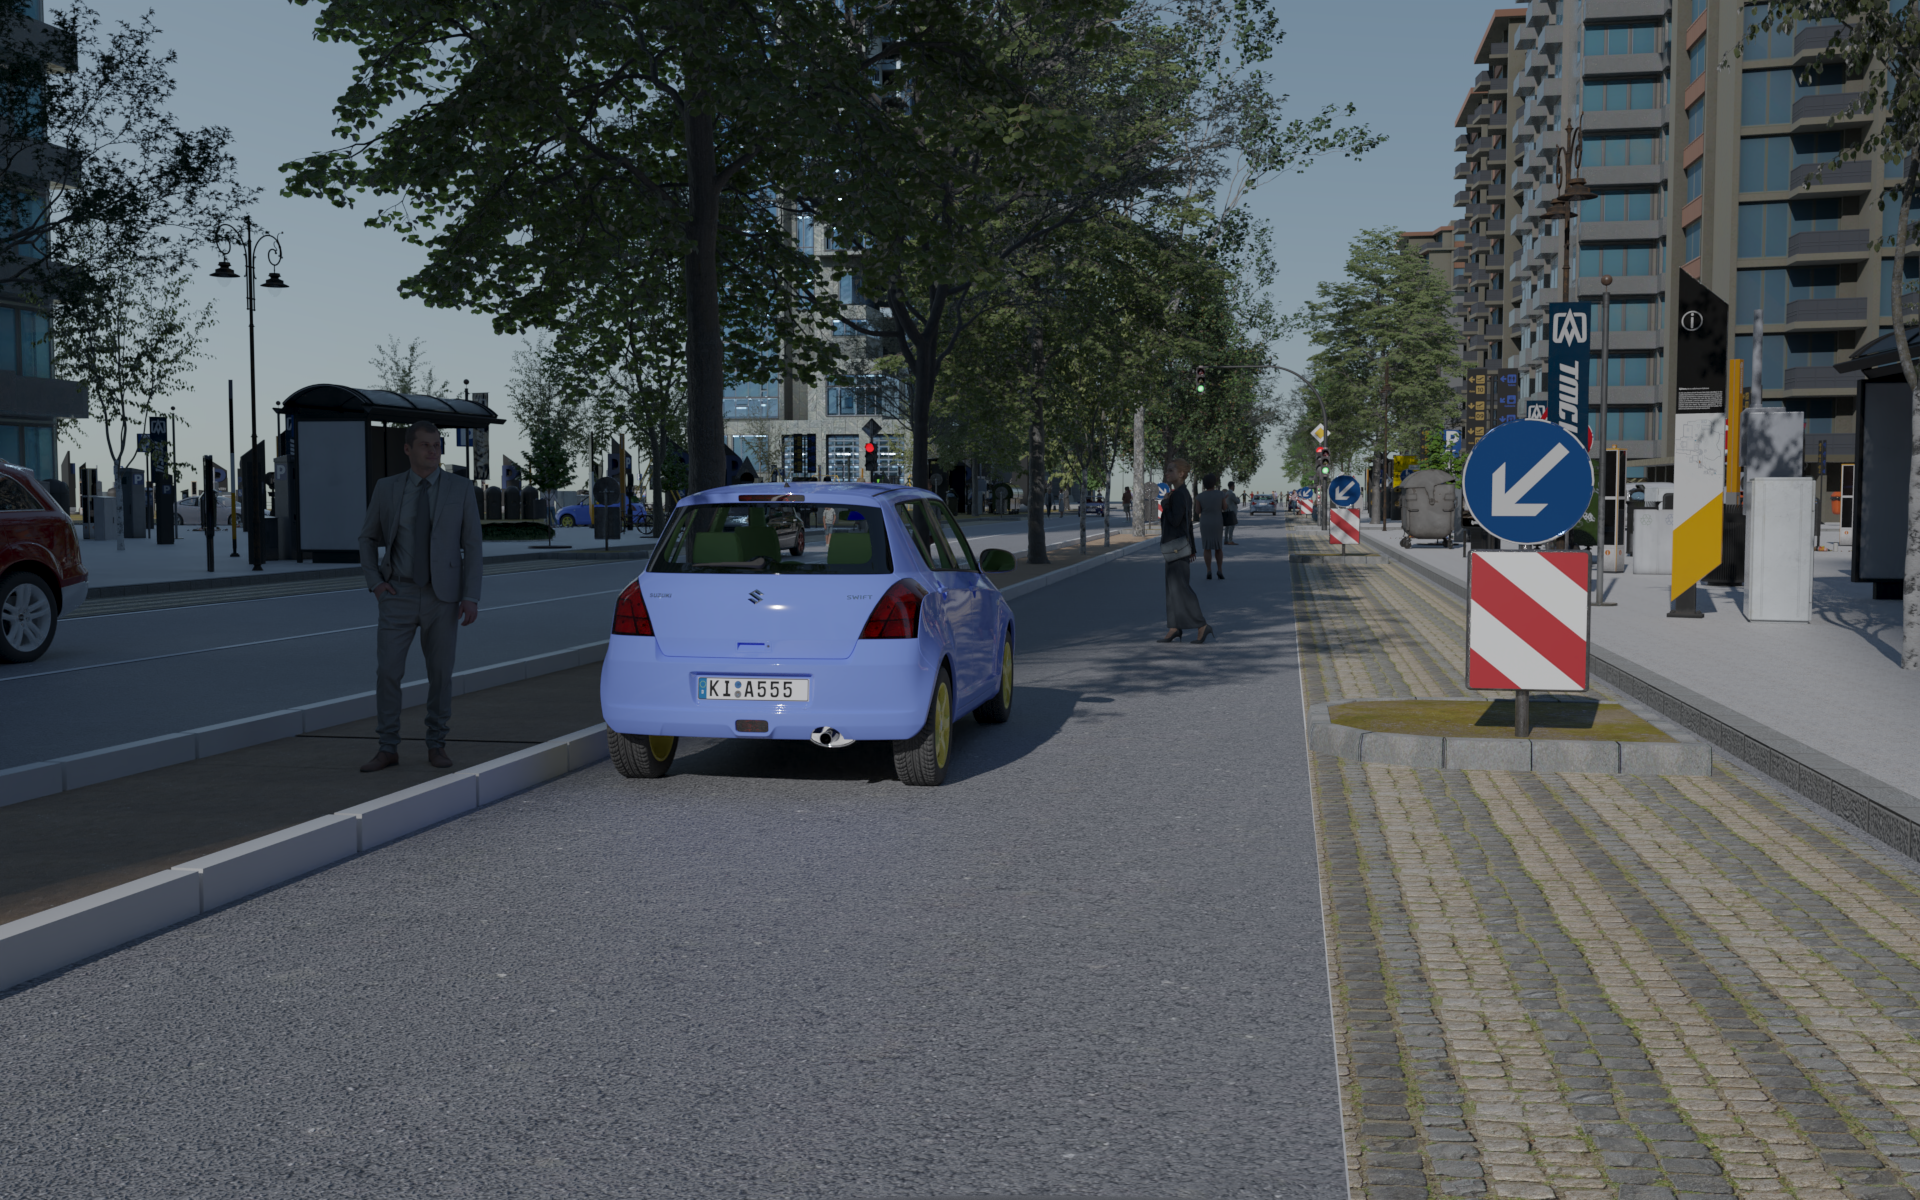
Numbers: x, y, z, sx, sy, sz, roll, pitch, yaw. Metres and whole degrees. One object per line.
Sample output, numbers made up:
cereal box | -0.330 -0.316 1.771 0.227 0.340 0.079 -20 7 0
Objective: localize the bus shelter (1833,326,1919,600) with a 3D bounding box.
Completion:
bus shelter | 11.200 -1.499 18.437 2.014 3.302 5.546 1 4 10

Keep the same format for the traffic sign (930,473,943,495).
traffic sign | -1.456 -6.524 106.780 0.768 2.556 0.104 1 4 12

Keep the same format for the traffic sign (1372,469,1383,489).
traffic sign | 21.393 -5.395 88.315 0.768 2.556 0.104 1 4 17

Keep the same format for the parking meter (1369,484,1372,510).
parking meter | 22.909 -5.529 96.117 0.399 1.863 0.255 1 4 13

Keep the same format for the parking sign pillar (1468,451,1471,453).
parking sign pillar | 31.339 -7.157 105.491 1.447 3.967 1.447 3 4 37

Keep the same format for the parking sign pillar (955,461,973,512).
parking sign pillar | 0.262 -8.166 121.994 1.447 3.967 1.447 -2 4 -29

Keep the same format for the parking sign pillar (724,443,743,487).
parking sign pillar | -11.484 -6.054 87.451 1.447 3.967 1.447 3 5 41

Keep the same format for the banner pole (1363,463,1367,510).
banner pole | 32.904 -9.211 140.608 0.401 3.779 0.863 1 4 23

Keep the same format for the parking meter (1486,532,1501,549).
parking meter | 11.333 -1.905 36.866 0.399 1.863 0.255 2 4 32

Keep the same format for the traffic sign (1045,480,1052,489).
traffic sign | 6.526 -7.751 128.853 0.606 2.300 0.079 1 4 12

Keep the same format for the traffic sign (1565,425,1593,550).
traffic sign | 9.889 -1.720 28.220 0.768 2.556 0.104 1 4 13

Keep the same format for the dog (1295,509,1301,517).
dog | 20.744 -5.319 106.247 0.540 0.507 0.406 2 4 30

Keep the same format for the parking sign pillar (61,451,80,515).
parking sign pillar | -55.667 -7.319 108.143 1.447 3.967 1.447 -3 5 -45

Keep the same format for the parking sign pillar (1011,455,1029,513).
parking sign pillar | 4.251 -8.051 120.101 1.447 3.967 1.447 3 4 37

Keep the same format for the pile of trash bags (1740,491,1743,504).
pile of trash bags | 21.648 -2.489 50.444 3.447 1.369 1.912 -2 4 -25

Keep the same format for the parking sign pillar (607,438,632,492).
parking sign pillar | -16.309 -5.783 83.027 1.447 3.967 1.447 3 4 37

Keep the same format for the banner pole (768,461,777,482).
banner pole | -14.124 -8.570 130.131 0.863 3.779 0.401 -1 4 -13

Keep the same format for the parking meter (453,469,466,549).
parking meter | -11.723 -2.134 40.597 0.399 1.863 0.255 1 4 23

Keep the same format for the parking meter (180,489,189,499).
parking meter | -37.351 -4.590 83.454 0.372 1.533 0.369 0 3 0

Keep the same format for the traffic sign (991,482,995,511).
traffic sign | 2.514 -7.559 124.771 0.795 2.450 0.064 1 4 17

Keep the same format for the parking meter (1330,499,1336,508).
parking meter | 23.267 -6.263 108.110 0.399 1.863 0.255 1 4 19

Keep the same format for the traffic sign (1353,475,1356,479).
traffic sign | 27.083 -7.294 119.254 0.884 2.594 0.081 1 4 16

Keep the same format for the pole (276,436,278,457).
pole | -23.896 -4.095 60.790 0.158 3.312 0.155 0 3 0

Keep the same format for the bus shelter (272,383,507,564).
bus shelter | -11.149 -2.478 34.443 2.014 3.302 5.546 1 4 10

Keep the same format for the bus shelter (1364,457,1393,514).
bus shelter | 28.584 -7.778 118.460 1.731 3.624 6.357 1 4 11

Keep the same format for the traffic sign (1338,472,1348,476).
traffic sign | 21.790 -6.010 98.375 0.768 2.556 0.104 1 4 12

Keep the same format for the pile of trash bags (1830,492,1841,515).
pile of trash bags | 50.777 -5.553 100.547 1.912 1.369 3.447 -2 4 -26

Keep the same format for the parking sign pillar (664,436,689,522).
parking sign pillar | -12.894 -5.569 79.532 1.447 3.967 1.447 -3 5 -39

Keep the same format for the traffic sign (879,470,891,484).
traffic sign | -4.205 -5.789 94.661 0.884 2.594 0.081 1 4 15

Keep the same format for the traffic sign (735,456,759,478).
traffic sign | -7.221 -3.592 58.728 0.884 2.594 0.081 1 4 15

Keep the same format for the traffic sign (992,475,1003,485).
traffic sign | 2.431 -6.884 112.666 0.768 2.556 0.104 1 4 14

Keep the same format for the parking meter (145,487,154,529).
parking meter | -29.781 -3.371 63.532 0.372 1.533 0.369 0 3 0

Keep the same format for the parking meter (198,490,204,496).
parking meter | -44.688 -5.732 102.123 0.372 1.533 0.369 0 3 0

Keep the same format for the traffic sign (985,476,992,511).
traffic sign | 1.918 -7.466 122.073 0.884 2.594 0.081 1 4 15

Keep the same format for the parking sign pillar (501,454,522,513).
parking sign pillar | -30.247 -7.851 116.839 1.447 3.967 1.447 1 4 11

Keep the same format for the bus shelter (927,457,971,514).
bus shelter | -0.673 -7.258 109.949 1.731 3.624 6.357 1 4 10

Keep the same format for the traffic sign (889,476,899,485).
traffic sign | -3.661 -5.731 95.830 0.606 2.300 0.079 1 4 11

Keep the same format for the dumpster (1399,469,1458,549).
dumpster | 11.078 -2.154 40.980 1.264 1.857 1.865 1 4 11

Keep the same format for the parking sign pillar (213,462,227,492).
parking sign pillar | -56.616 -8.793 132.244 1.447 3.967 1.447 -2 4 -29

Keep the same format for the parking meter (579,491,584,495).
parking meter | -27.724 -7.246 126.876 0.372 1.533 0.369 0 3 0

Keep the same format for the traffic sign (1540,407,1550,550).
traffic sign | 8.404 -1.512 24.718 0.884 2.594 0.081 1 4 12

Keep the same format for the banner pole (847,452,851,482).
banner pole | -6.543 -6.856 102.116 0.401 3.779 0.863 1 4 9

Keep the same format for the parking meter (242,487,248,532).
parking meter | -24.152 -3.080 58.770 0.372 1.533 0.369 0 3 0

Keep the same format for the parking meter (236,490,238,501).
parking meter | -40.179 -5.393 96.592 0.372 1.533 0.369 0 3 0

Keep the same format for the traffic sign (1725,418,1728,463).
traffic sign | 12.621 -1.759 28.861 0.768 2.556 0.104 1 4 17

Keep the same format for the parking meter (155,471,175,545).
parking meter | -20.242 -2.348 44.108 0.255 1.863 0.399 3 4 37

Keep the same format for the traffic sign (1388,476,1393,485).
traffic sign | 23.827 -5.858 96.960 0.795 2.450 0.064 1 4 15

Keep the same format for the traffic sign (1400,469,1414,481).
traffic sign | 22.769 -5.382 88.094 0.768 2.556 0.104 1 4 18

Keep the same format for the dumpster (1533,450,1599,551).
dumpster | 11.409 -1.829 32.402 1.502 2.255 1.985 1 4 10

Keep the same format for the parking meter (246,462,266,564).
parking meter | -12.898 -1.592 31.733 0.255 1.863 0.399 -1 4 -14

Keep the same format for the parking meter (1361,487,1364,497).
parking meter | 32.855 -8.312 141.617 0.255 1.863 0.399 1 4 11

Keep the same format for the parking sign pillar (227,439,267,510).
parking sign pillar | -34.807 -5.911 85.113 1.447 3.967 1.447 2 4 34

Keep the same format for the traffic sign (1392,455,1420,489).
traffic sign | 23.469 -5.838 89.327 2.265 3.308 0.079 1 4 14
